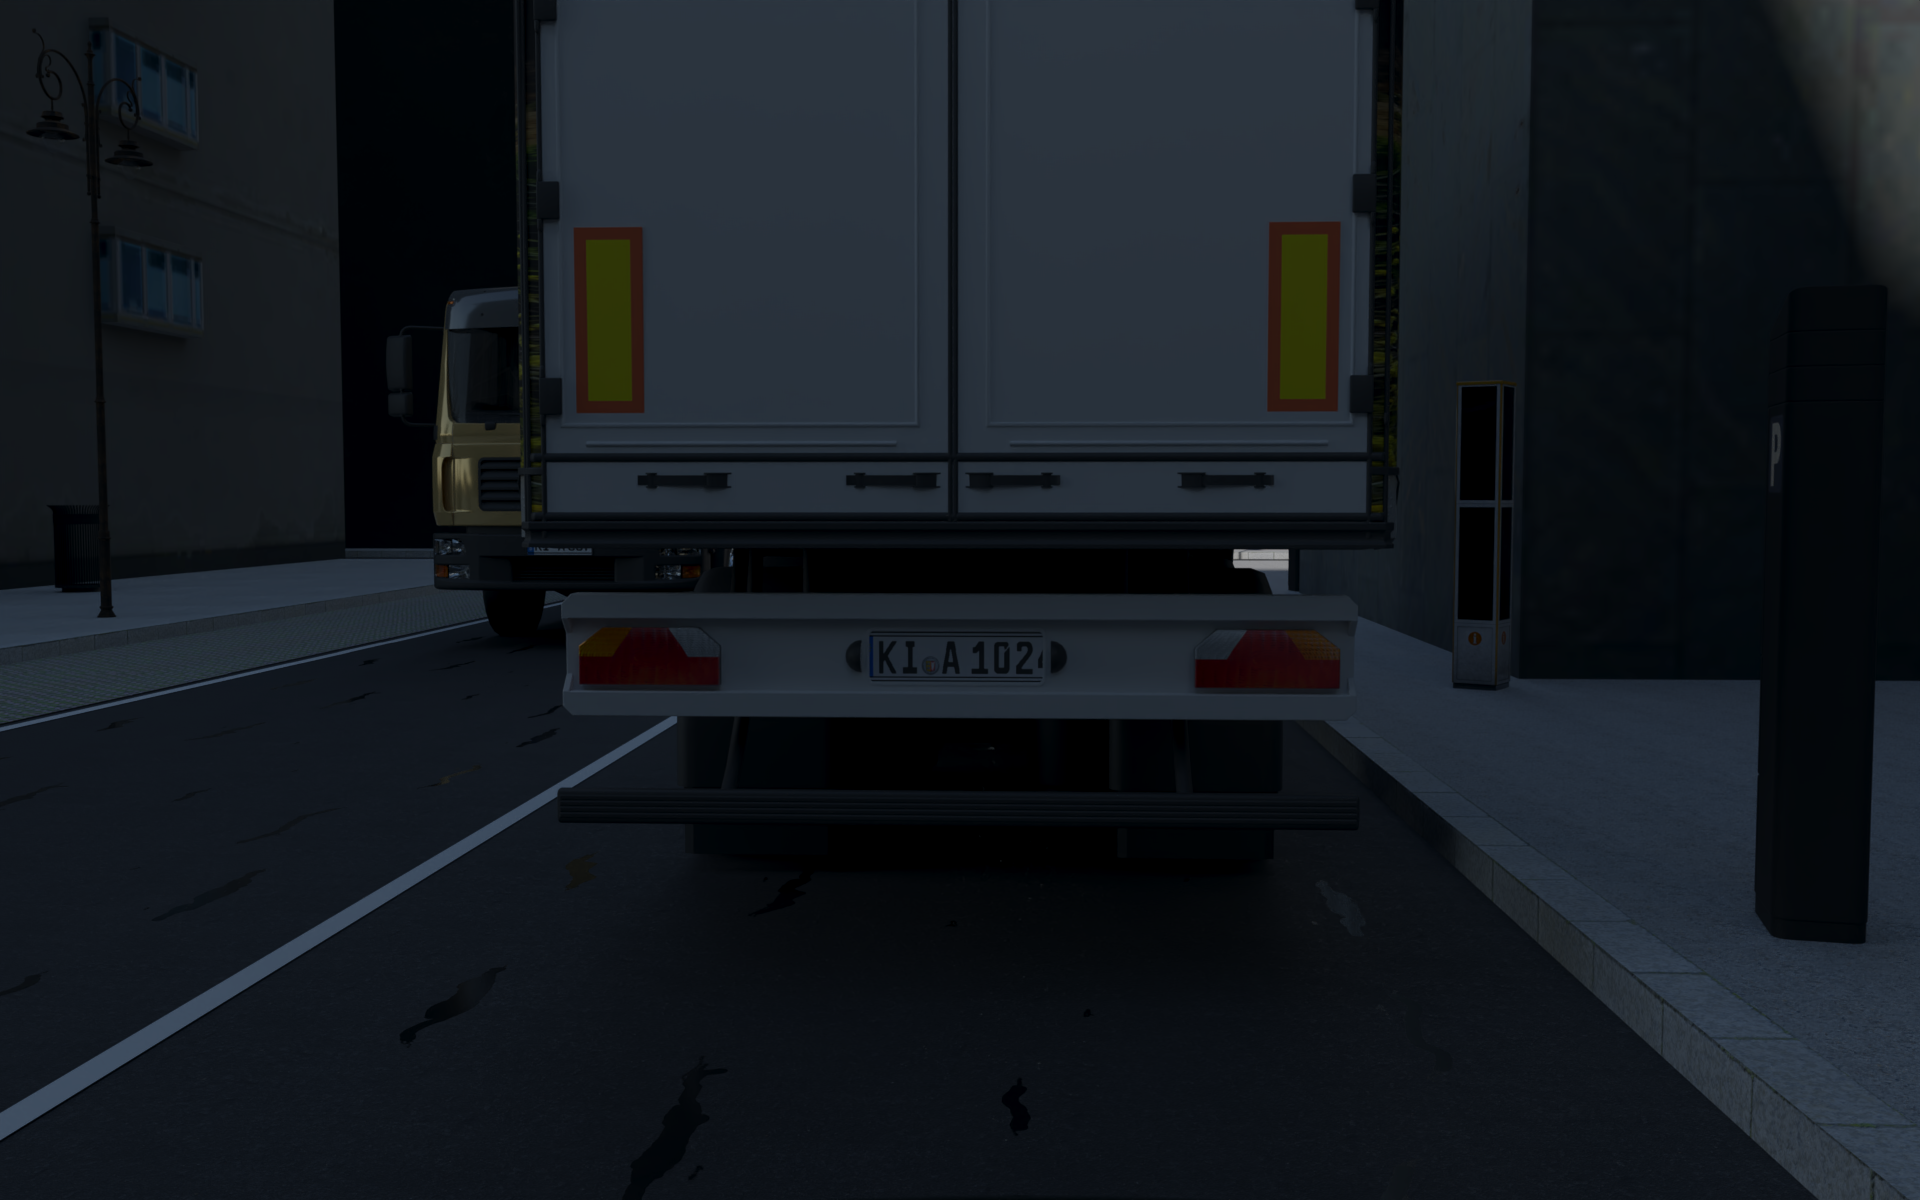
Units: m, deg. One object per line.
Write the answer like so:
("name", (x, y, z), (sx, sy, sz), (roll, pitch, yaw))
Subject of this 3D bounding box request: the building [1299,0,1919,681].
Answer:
("building", (14.772, -42.273, 3.831), (22.319, 86.520, 31.000), (0, 4, 3))

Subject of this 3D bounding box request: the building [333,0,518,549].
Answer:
("building", (-13.914, -13.346, 47.892), (12.332, 23.373, 15.834), (0, 4, 3))

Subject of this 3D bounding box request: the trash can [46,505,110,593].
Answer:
("trash can", (-11.550, -0.677, 22.725), (0.748, 1.137, 0.748), (0, 3, 0))

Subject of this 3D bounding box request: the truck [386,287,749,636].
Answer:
("truck", (-3.340, -1.447, 19.590), (3.469, 3.379, 9.791), (0, 4, 4))

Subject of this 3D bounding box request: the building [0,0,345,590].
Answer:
("building", (-23.253, -24.416, 22.901), (21.600, 48.544, 21.300), (0, 4, 3))

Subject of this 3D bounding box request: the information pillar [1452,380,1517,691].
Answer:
("information pillar", (3.454, -0.424, 11.417), (0.304, 2.012, 0.304), (2, 4, 35))

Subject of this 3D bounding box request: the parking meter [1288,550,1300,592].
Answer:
("parking meter", (4.518, -1.052, 22.913), (0.255, 1.863, 0.399), (0, 4, -6))

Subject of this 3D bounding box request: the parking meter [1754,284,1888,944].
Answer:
("parking meter", (2.519, 0.038, 5.088), (0.255, 1.863, 0.399), (1, 4, 16))

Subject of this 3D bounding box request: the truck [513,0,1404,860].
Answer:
("truck", (0.258, -1.306, 10.261), (2.839, 4.237, 11.283), (0, 4, 3))

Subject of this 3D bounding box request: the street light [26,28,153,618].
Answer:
("street light", (-8.885, -2.756, 17.856), (0.468, 5.910, 1.993), (0, 4, 3))
